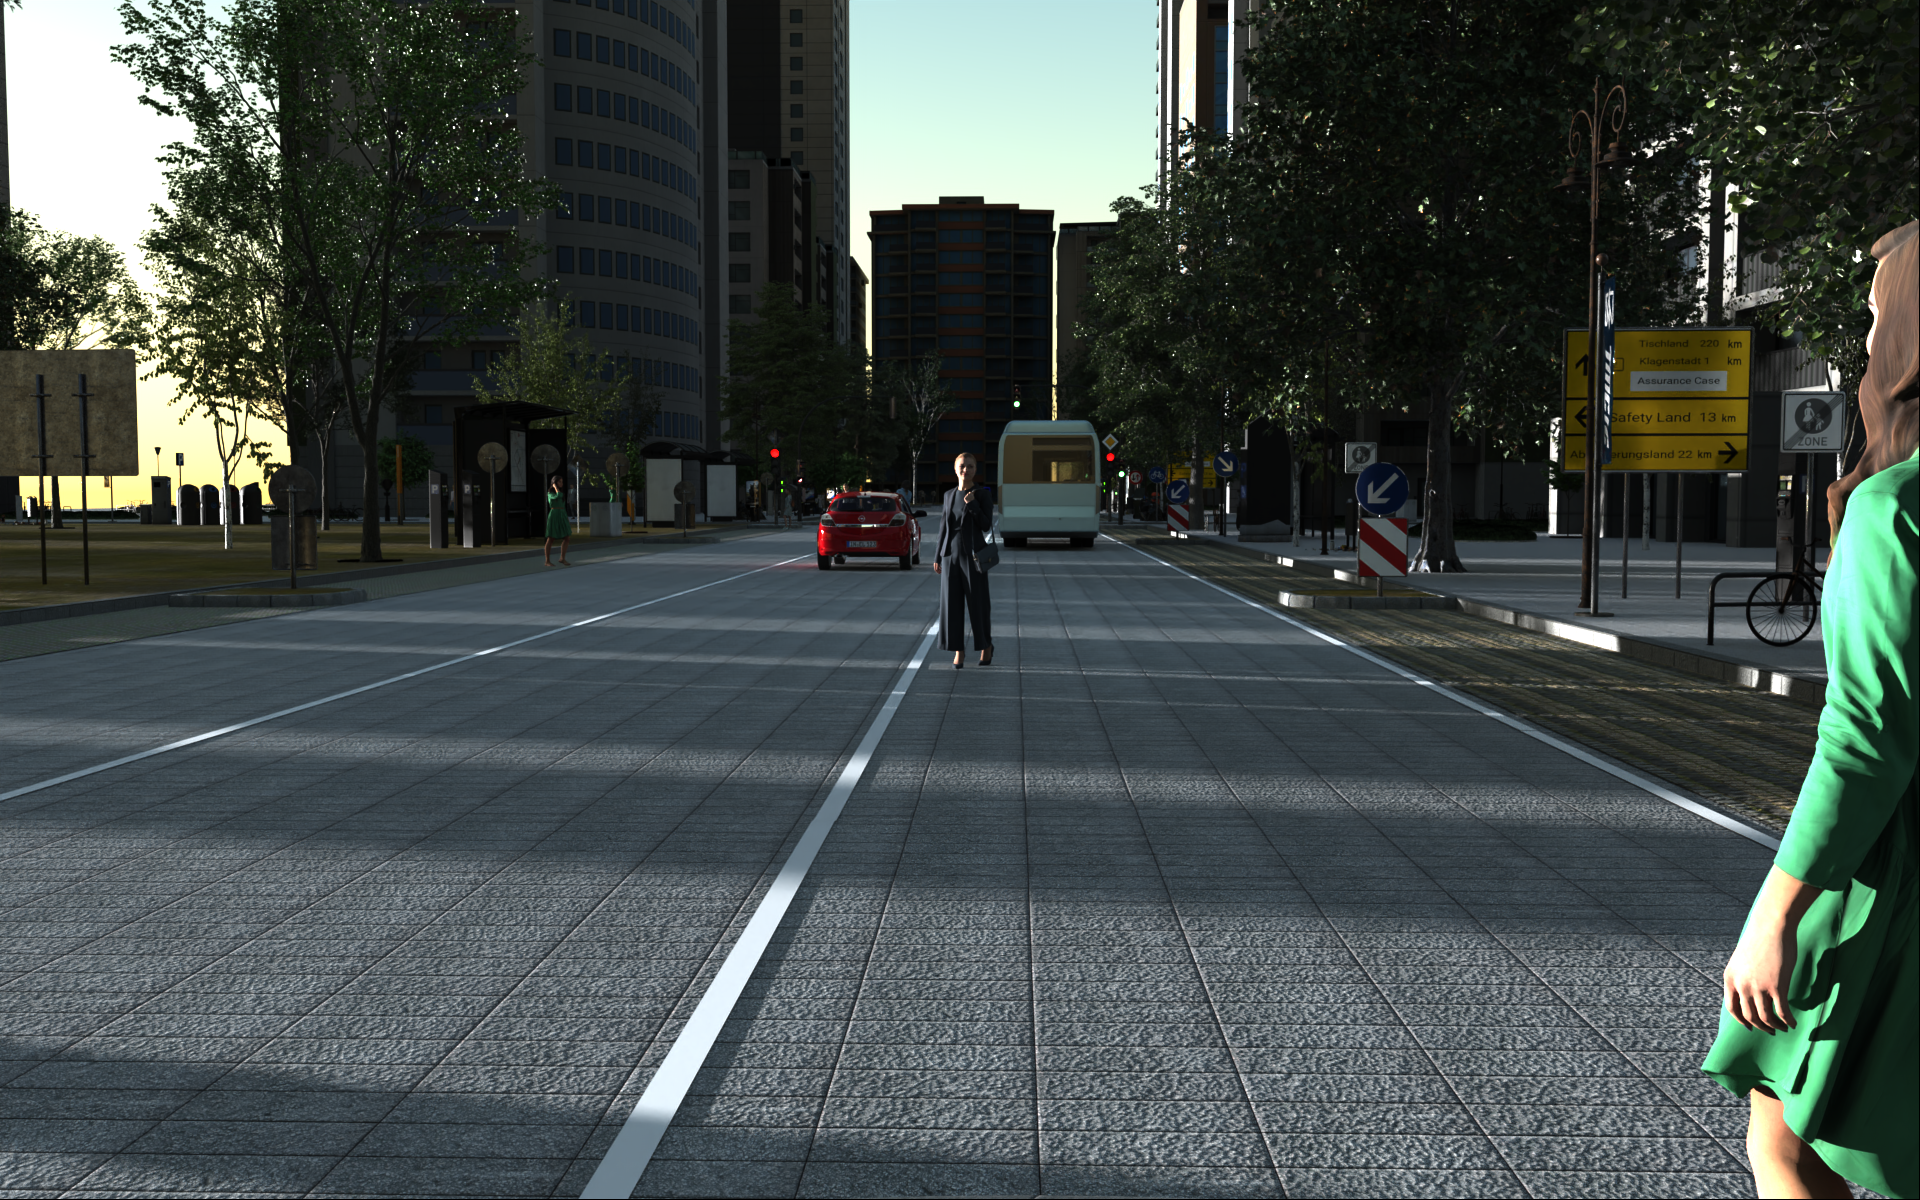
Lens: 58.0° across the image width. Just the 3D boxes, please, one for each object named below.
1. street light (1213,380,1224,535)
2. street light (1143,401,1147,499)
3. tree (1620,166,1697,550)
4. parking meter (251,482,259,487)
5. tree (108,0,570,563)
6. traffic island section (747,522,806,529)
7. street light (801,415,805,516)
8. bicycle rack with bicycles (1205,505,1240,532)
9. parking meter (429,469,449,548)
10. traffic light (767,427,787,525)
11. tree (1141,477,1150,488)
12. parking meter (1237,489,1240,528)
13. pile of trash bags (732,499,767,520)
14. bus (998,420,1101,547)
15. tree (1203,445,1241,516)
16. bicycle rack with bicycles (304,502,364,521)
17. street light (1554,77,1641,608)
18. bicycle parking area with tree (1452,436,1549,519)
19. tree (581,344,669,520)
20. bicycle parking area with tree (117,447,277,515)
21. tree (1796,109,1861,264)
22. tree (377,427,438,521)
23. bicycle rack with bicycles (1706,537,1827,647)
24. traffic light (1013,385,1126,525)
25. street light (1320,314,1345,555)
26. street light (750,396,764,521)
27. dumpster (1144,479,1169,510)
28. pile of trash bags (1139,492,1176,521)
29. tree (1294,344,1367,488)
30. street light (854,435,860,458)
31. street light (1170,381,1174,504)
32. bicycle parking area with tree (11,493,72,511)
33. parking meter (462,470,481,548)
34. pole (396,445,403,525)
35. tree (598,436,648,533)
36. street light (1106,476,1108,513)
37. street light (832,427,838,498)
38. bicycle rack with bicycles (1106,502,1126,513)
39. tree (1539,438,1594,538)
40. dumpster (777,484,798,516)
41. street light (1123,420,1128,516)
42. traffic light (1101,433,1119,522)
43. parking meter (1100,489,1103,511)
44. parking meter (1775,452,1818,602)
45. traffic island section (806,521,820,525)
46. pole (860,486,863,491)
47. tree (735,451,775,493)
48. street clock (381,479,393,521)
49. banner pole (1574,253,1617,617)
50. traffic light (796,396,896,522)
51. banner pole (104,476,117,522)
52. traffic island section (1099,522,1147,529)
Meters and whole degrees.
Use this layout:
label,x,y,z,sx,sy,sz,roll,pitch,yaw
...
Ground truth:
label,x,y,z,sx,sy,sz,roll,pitch,yaw
street light,8.109,-4.940,53.562,0.468,5.910,1.993,0,4,2
street light,9.167,-6.883,85.324,0.468,5.910,1.993,0,4,2
tree,15.669,-5.423,39.036,4.360,8.622,3.978,0,3,0
parking meter,-33.976,-4.752,83.405,0.255,1.863,0.399,1,4,23
tree,-11.173,-6.511,32.209,9.928,11.665,9.643,0,3,0
traffic island section,-7.725,-3.081,72.647,2.009,0.180,2.903,0,4,2
street light,-8.934,-7.717,98.957,0.468,5.910,1.993,0,4,2
bicycle rack with bicycles,9.400,-2.780,58.835,2.852,0.926,2.925,0,4,7
parking meter,-12.336,-2.160,41.019,0.399,1.863,0.255,1,4,22
traffic light,-7.685,-5.113,72.511,0.839,4.253,0.868,0,4,2
tree,16.360,-9.389,148.116,1.663,3.219,1.824,0,3,0
parking meter,10.532,-3.445,64.738,0.372,1.533,0.369,0,3,0
pile of trash bags,-11.101,-4.747,87.361,1.912,1.369,3.447,-2,4,-25
bus,2.546,-3.362,49.827,2.948,3.499,13.247,0,4,3
tree,15.170,-7.346,103.814,4.285,4.588,4.351,0,3,0
bicycle rack with bicycles,-29.490,-4.170,81.563,2.925,0.926,2.852,-1,4,-11
street light,7.067,-2.849,19.366,0.468,5.910,1.993,0,4,2
bicycle parking area with tree,23.517,-4.869,66.607,9.016,4.147,8.231,-3,5,-42
tree,-16.165,-8.219,84.737,4.360,8.622,3.978,0,3,0
bicycle parking area with tree,-47.554,-7.392,107.864,8.231,4.147,9.016,-3,5,-44
tree,16.376,-4.976,31.725,4.360,8.622,3.978,0,3,0
tree,-27.193,-6.165,84.514,4.285,4.588,4.351,0,3,0
bicycle rack with bicycles,7.597,-0.032,13.903,2.925,0.926,2.852,-1,4,-11
traffic light,4.576,-5.954,72.008,4.771,5.953,1.251,0,4,2
street light,7.709,-3.894,36.460,0.468,5.910,1.993,0,4,2
street light,-9.547,-6.647,81.463,0.468,5.910,1.993,0,4,2
dumpster,10.820,-5.672,95.237,1.502,2.255,1.985,0,4,2
pile of trash bags,9.478,-4.452,82.545,1.912,1.369,3.447,0,4,-2
tree,17.515,-8.067,82.263,4.360,8.622,3.978,0,3,0
street light,-7.893,-9.808,133.153,0.468,5.910,1.993,0,4,2
street light,8.686,-6.020,71.215,0.468,5.910,1.993,0,4,2
bicycle parking area with tree,-52.858,-6.548,94.067,8.231,4.147,9.016,-2,4,-26
parking meter,-11.725,-2.196,41.621,0.399,1.863,0.255,2,4,33
pole,-23.236,-4.768,71.807,0.158,3.312,0.155,0,3,0
tree,-10.790,-3.820,57.063,1.663,3.219,1.824,0,3,0
street light,10.219,-8.994,119.846,0.468,5.910,1.993,0,4,2
street light,-8.396,-8.763,116.055,0.468,5.910,1.993,0,4,2
bicycle rack with bicycles,11.132,-6.199,114.741,2.925,0.926,2.852,-3,4,-37
tree,17.744,-3.426,50.617,1.663,3.219,1.824,0,3,0
dumpster,-10.096,-5.876,101.823,1.264,1.857,1.865,0,4,2
street light,9.686,-7.929,102.423,0.468,5.910,1.993,0,4,2
traffic light,6.916,-5.575,80.066,0.839,4.253,0.868,0,4,2
parking meter,10.323,-7.473,127.890,0.399,1.863,0.255,2,4,24
parking meter,9.682,-0.877,20.058,0.399,1.863,0.255,-1,4,-19
traffic island section,-7.478,-3.569,80.628,2.009,0.180,2.903,0,4,2
pole,-7.500,-8.418,131.477,0.158,3.312,0.155,0,3,0
tree,-13.831,-8.107,116.269,4.285,4.588,4.351,0,3,0
street clock,-26.813,-4.678,81.055,0.471,2.002,0.358,-3,4,-38
banner pole,6.643,-1.705,17.891,0.401,3.779,0.863,1,4,8
traffic light,-5.345,-6.471,80.463,4.771,5.953,1.251,0,4,2
banner pole,-39.819,-5.565,81.009,0.863,3.779,0.401,2,4,35
traffic island section,6.709,-3.053,72.198,2.009,0.180,2.903,0,4,2
